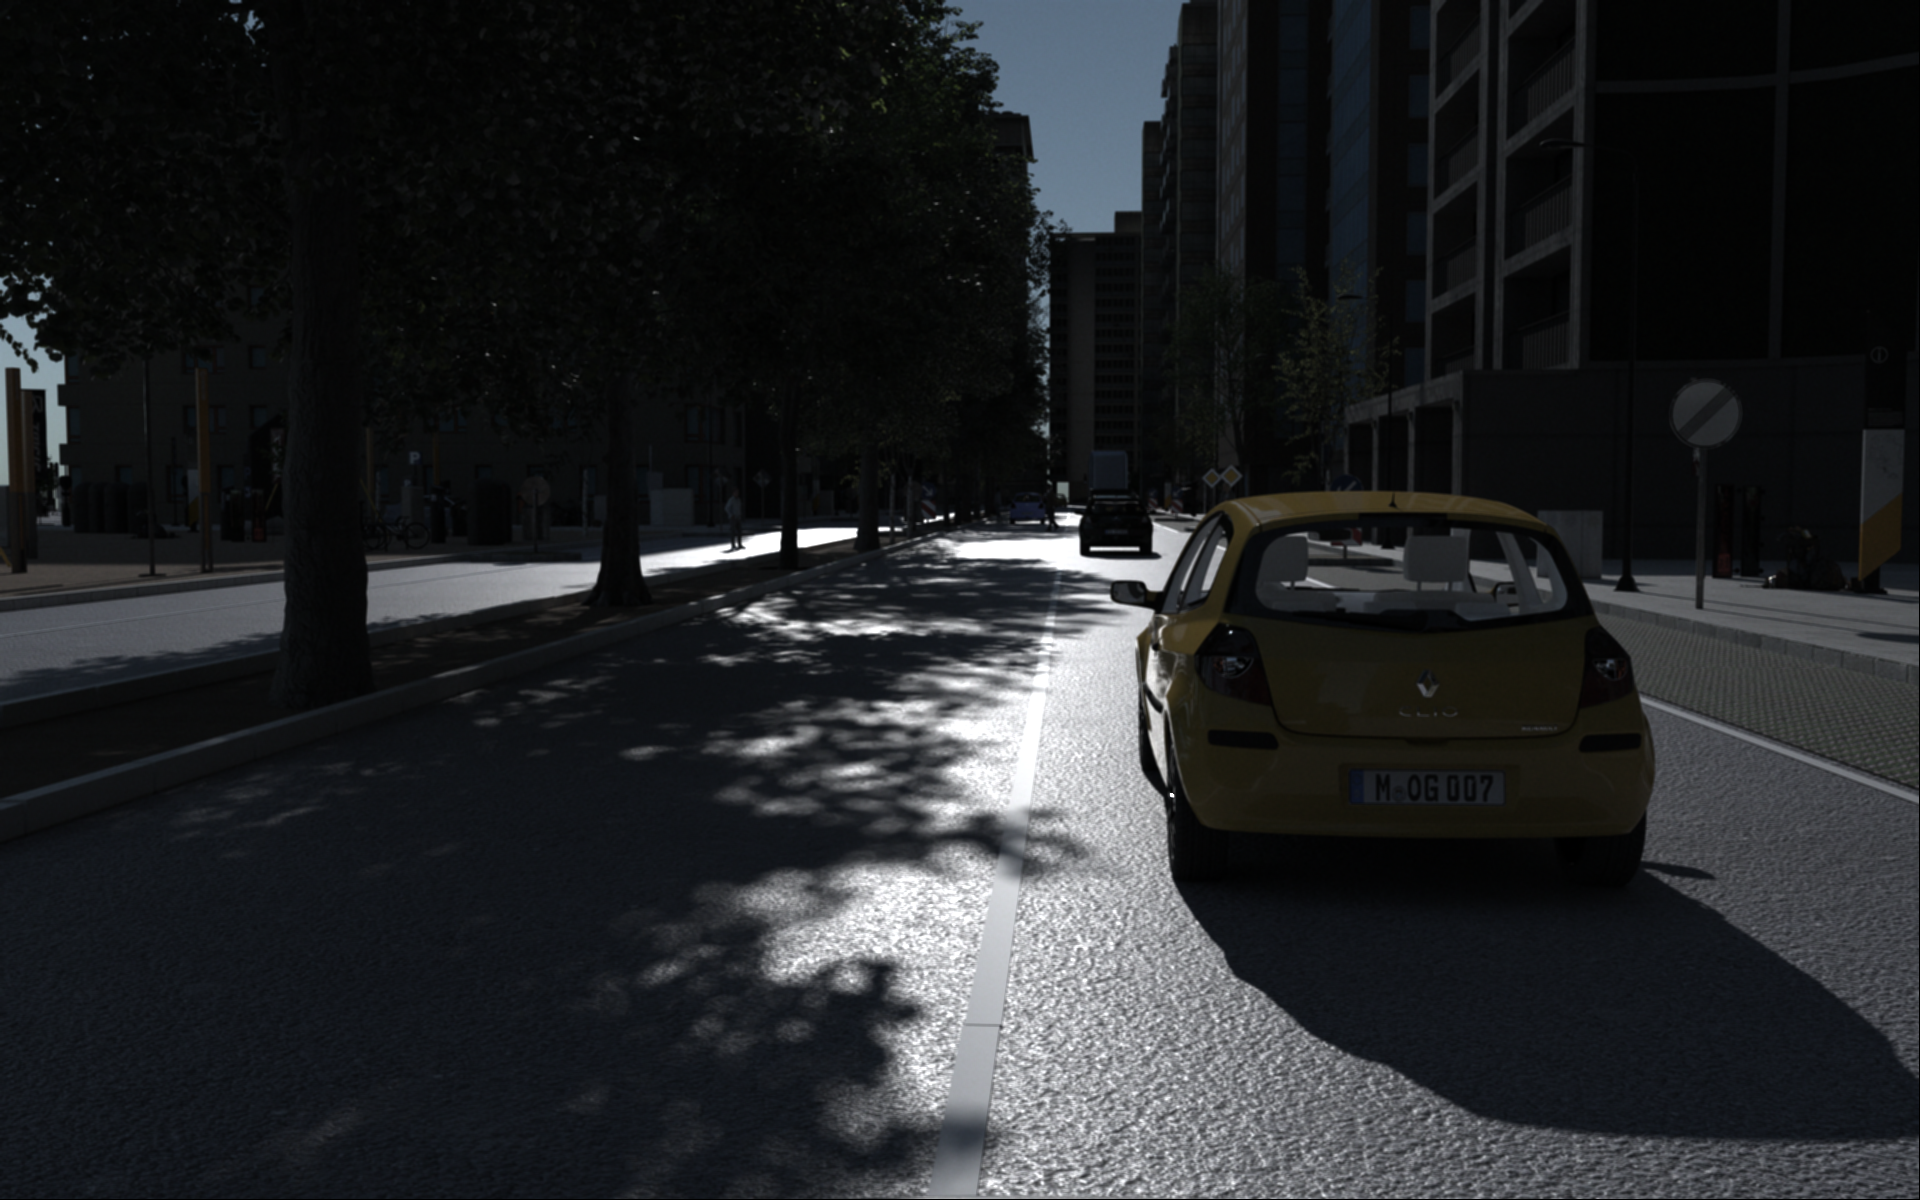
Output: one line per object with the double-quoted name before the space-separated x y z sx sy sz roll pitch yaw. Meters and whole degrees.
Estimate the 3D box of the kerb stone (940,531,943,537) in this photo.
"kerb stone" -0.747 -2.121 56.877 0.120 0.150 1.000 0 4 4

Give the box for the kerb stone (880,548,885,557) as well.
"kerb stone" -1.891 -1.055 39.496 0.120 0.150 1.000 0 4 4

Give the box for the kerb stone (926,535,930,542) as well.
"kerb stone" -1.088 -1.809 51.778 0.120 0.150 1.000 0 4 4

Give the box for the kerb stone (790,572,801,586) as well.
"kerb stone" -2.674 -0.307 27.220 0.120 0.150 1.000 0 4 4

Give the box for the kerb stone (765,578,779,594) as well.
"kerb stone" -2.811 -0.182 25.175 0.120 0.150 1.000 0 4 4

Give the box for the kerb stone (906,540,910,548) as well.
"kerb stone" -1.496 -1.433 45.624 0.120 0.150 1.000 0 4 4

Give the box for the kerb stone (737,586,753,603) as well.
"kerb stone" -2.951 -0.057 23.122 0.120 0.150 1.000 0 4 4

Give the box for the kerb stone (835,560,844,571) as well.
"kerb stone" -2.346 -0.620 32.328 0.120 0.150 1.000 0 4 4

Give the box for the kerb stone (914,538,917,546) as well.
"kerb stone" -1.358 -1.558 47.663 0.120 0.150 1.000 0 4 4

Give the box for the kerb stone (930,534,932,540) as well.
"kerb stone" -1.022 -1.871 52.798 0.120 0.150 1.000 0 4 4

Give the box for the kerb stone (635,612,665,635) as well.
"kerb stone" -3.277 0.256 18.013 0.120 0.150 1.000 0 4 4

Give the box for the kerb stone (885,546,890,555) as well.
"kerb stone" -1.815 -1.121 40.519 0.120 0.150 1.000 0 4 4

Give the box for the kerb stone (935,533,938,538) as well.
"kerb stone" -0.887 -1.993 54.837 0.120 0.150 1.000 0 4 4

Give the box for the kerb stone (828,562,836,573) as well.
"kerb stone" -2.411 -0.557 31.304 0.120 0.150 1.000 0 4 4

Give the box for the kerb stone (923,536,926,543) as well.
"kerb stone" -1.161 -1.746 50.745 0.120 0.150 1.000 0 4 4

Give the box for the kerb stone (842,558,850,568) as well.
"kerb stone" -2.288 -0.682 33.349 0.120 0.150 1.000 0 4 4

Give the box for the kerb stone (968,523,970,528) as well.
"kerb stone" 0.208 -3.029 71.716 0.120 0.150 1.000 0 4 4

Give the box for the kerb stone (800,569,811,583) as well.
"kerb stone" -2.611 -0.370 28.240 0.120 0.150 1.000 0 4 4

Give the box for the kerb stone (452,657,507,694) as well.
"kerb stone" -3.611 0.569 12.893 0.120 0.150 1.000 0 4 4

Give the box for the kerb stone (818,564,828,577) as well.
"kerb stone" -2.489 -0.494 30.280 0.120 0.150 1.000 0 4 4

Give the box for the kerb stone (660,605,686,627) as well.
"kerb stone" -3.210 0.193 19.033 0.120 0.150 1.000 0 4 4

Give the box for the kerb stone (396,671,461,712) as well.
"kerb stone" -3.677 0.632 11.869 0.120 0.150 1.000 0 4 4

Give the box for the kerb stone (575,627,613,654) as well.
"kerb stone" -3.411 0.382 15.953 0.120 0.150 1.000 0 4 4

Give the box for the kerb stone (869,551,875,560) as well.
"kerb stone" -2.013 -0.931 37.447 0.120 0.150 1.000 0 4 4

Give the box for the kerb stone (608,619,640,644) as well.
"kerb stone" -3.346 0.322 16.980 0.120 0.150 1.000 0 4 4

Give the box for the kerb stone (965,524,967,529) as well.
"kerb stone" 0.076 -2.901 69.676 0.120 0.150 1.000 0 4 4

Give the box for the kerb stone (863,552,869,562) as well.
"kerb stone" -2.085 -0.866 36.426 0.120 0.150 1.000 0 4 4

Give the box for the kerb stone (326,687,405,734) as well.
"kerb stone" -3.745 0.694 10.841 0.120 0.150 1.000 0 4 4

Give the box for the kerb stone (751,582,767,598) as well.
"kerb stone" -2.880 -0.120 24.152 0.120 0.150 1.000 0 4 4

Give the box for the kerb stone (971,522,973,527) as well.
"kerb stone" 0.346 -3.154 73.761 0.120 0.150 1.000 0 4 4

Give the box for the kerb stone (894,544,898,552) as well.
"kerb stone" -1.684 -1.246 42.563 0.120 0.150 1.000 0 4 4

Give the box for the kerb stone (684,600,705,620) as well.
"kerb stone" -3.151 0.131 20.053 0.120 0.150 1.000 0 4 4

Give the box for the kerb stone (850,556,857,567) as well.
"kerb stone" -2.218 -0.744 34.375 0.120 0.150 1.000 0 4 4

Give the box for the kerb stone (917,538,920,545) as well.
"kerb stone" -1.293 -1.620 48.690 0.120 0.150 1.000 0 4 4

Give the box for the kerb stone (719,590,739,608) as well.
"kerb stone" -3.015 0.006 22.102 0.120 0.150 1.000 0 4 4

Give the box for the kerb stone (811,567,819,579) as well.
"kerb stone" -2.550 -0.432 29.260 0.120 0.150 1.000 0 4 4

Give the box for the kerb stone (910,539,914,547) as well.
"kerb stone" -1.424 -1.493 46.643 0.120 0.150 1.000 0 4 4

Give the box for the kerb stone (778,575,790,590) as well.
"kerb stone" -2.752 -0.245 26.195 0.120 0.150 1.000 0 4 4

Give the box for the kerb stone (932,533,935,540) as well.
"kerb stone" -0.954 -1.931 53.817 0.120 0.150 1.000 0 4 4

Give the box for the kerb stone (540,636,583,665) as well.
"kerb stone" -3.476 0.444 14.933 0.120 0.150 1.000 0 4 4

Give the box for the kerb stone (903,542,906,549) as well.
"kerb stone" -1.553 -1.366 44.603 0.120 0.150 1.000 0 4 4

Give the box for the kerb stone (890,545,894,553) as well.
"kerb stone" -1.759 -1.178 41.543 0.120 0.150 1.000 0 4 4

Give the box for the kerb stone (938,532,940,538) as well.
"kerb stone" -0.828 -2.059 55.858 0.120 0.150 1.000 0 4 4

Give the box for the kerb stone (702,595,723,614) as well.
"kerb stone" -3.079 0.069 21.072 0.120 0.150 1.000 0 4 4

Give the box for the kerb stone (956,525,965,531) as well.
"kerb stone" 0.017 -2.838 68.655 0.120 0.150 1.000 0 4 4

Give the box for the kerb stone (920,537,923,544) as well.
"kerb stone" -1.226 -1.681 49.716 0.120 0.150 1.000 0 4 4

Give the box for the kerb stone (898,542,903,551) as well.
"kerb stone" -1.613 -1.308 43.583 0.120 0.150 1.000 0 4 4

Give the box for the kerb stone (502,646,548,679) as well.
"kerb stone" -3.541 0.507 13.913 0.120 0.150 1.000 0 4 4

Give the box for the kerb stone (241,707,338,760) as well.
"kerb stone" -3.812 0.757 9.821 0.120 0.150 1.000 0 4 4

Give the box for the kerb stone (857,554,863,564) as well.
"kerb stone" -2.148 -0.800 35.401 0.120 0.150 1.000 0 4 4

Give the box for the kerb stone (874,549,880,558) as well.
"kerb stone" -1.954 -0.996 38.474 0.120 0.150 1.000 0 4 4
